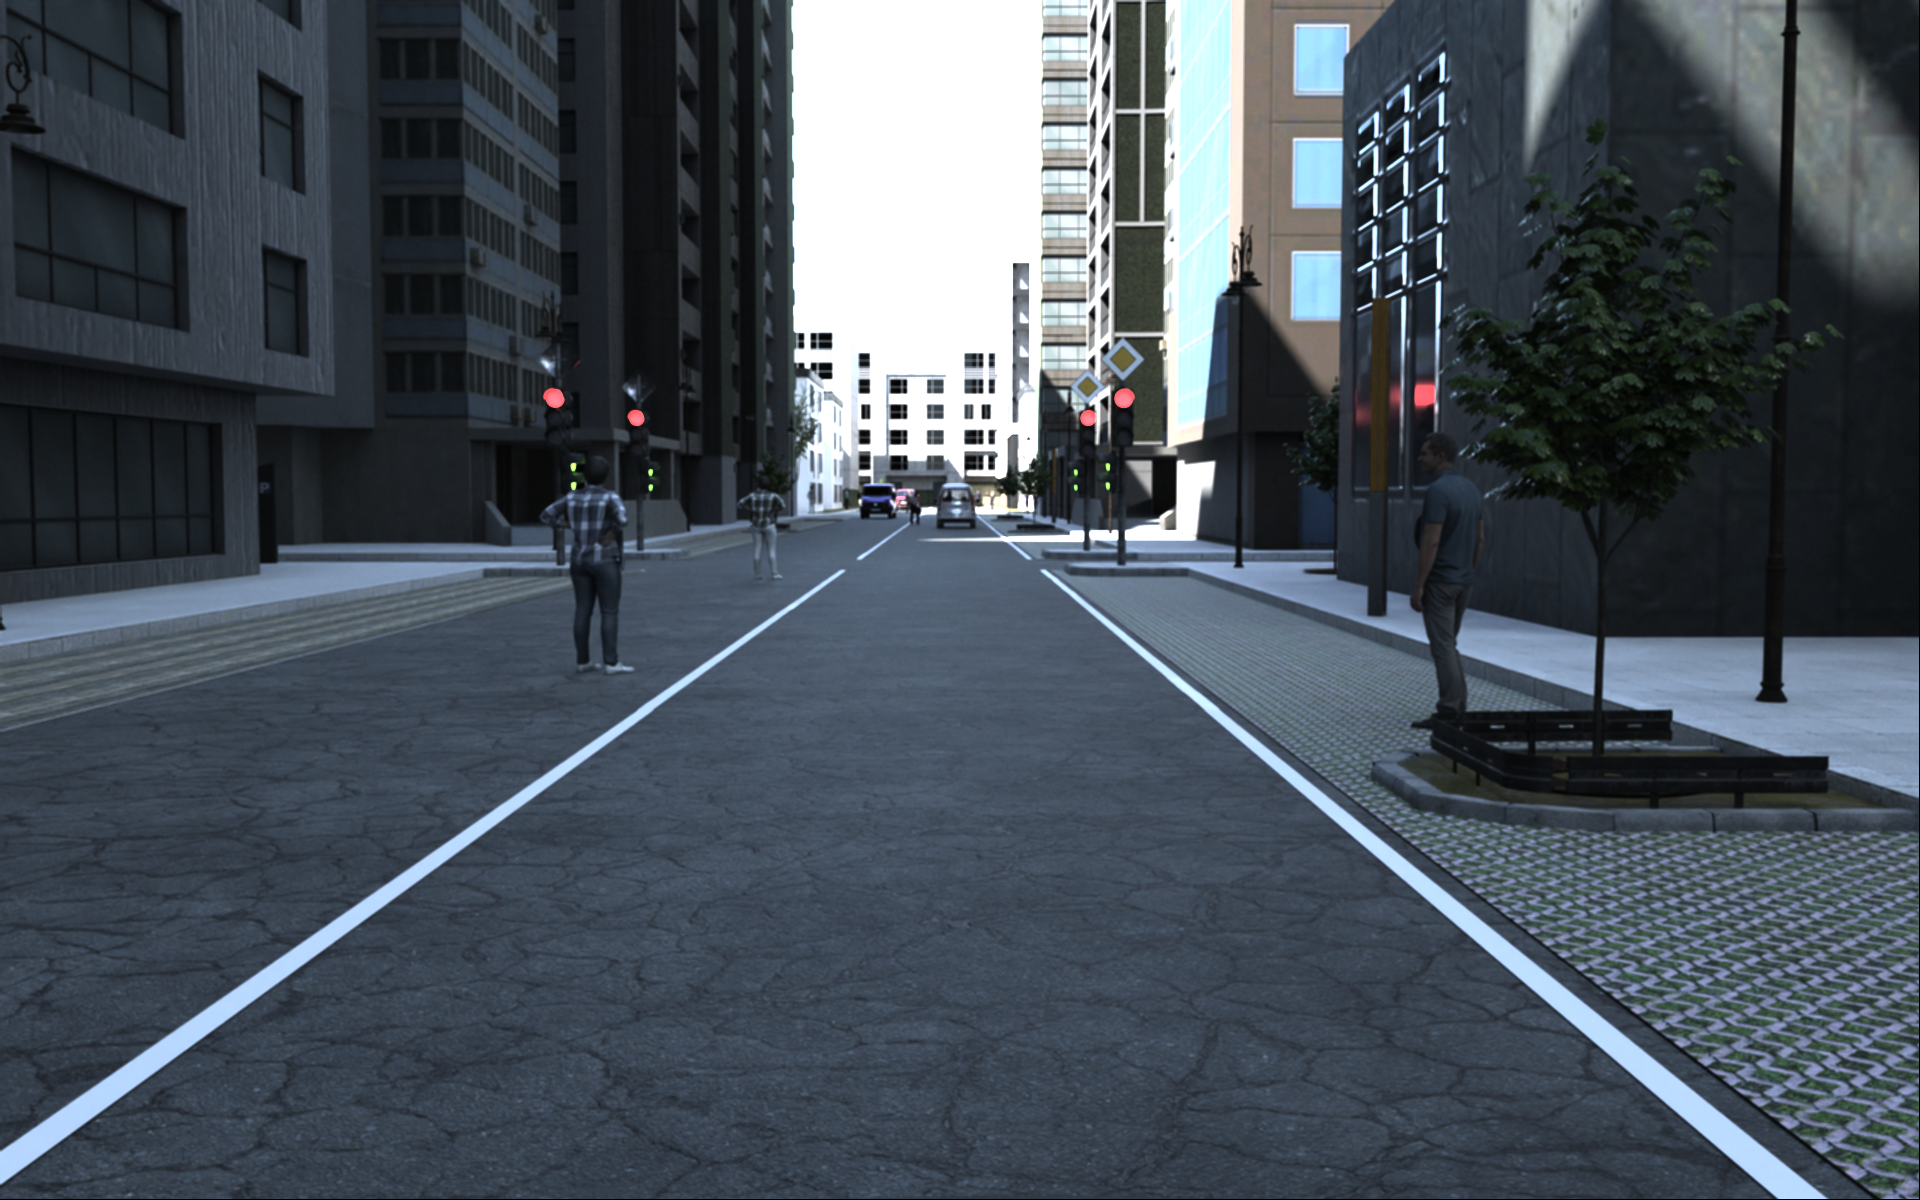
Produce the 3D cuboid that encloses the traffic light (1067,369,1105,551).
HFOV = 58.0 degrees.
[{"bbox_3d":[2.852,-3.069,39.107,0.839,4.253,0.868,0,4,0],"label":"traffic light"}]

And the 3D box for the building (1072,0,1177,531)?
[{"bbox_3d":[20.993,-22.955,67.190,32.217,40.220,23.993,0,4,0],"label":"building"}]

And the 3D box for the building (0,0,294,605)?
[{"bbox_3d":[-17.099,-15.398,23.461,14.107,30.474,14.160,0,4,0],"label":"building"}]

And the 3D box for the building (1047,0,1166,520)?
[{"bbox_3d":[15.389,-39.769,88.476,20.563,71.187,20.611,0,4,0],"label":"building"}]

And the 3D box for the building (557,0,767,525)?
[{"bbox_3d":[-17.082,-19.037,82.955,14.160,30.474,14.107,0,4,0],"label":"building"}]

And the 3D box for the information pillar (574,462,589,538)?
[{"bbox_3d":[-8.696,-2.163,39.853,0.304,2.012,0.304,0,4,3],"label":"information pillar"}]

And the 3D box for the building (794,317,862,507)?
[{"bbox_3d":[-26.784,-19.270,181.517,31.486,18.905,16.747,0,4,0],"label":"building"}]

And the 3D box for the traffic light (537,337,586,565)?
[{"bbox_3d":[-7.167,-2.577,31.053,0.839,4.253,0.868,0,4,0],"label":"traffic light"}]

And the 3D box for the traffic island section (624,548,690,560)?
[{"bbox_3d":[-7.249,-1.033,39.173,2.009,0.180,2.903,0,4,0],"label":"traffic island section"}]

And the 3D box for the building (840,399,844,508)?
[{"bbox_3d":[-15.083,-13.163,157.358,9.099,9.664,28.070,0,4,0],"label":"building"}]

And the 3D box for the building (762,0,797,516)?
[{"bbox_3d":[-16.853,-25.271,96.779,14.154,41.232,14.086,0,4,0],"label":"building"}]

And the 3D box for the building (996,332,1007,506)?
[{"bbox_3d":[11.959,-20.087,184.843,16.016,20.091,11.380,0,4,0],"label":"building"}]

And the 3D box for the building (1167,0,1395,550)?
[{"bbox_3d":[13.398,-24.143,44.856,14.200,45.320,14.600,0,4,0],"label":"building"}]

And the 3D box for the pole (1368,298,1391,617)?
[{"bbox_3d":[4.393,-1.486,18.139,0.158,3.312,0.155,0,3,0],"label":"pole"}]

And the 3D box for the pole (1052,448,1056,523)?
[{"bbox_3d":[4.159,-5.062,76.611,0.158,3.312,0.155,0,3,0],"label":"pole"}]

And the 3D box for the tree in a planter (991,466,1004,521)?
[{"bbox_3d":[2.612,-5.749,91.226,1.991,3.239,1.994,0,4,0],"label":"tree in a planter"}]

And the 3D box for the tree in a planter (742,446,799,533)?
[{"bbox_3d":[-7.054,-4.127,64.698,1.991,3.239,1.994,0,4,0],"label":"tree in a planter"}]

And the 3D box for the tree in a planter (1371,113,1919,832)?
[{"bbox_3d":[3.051,-0.671,8.189,1.991,3.239,1.994,0,4,0],"label":"tree in a planter"}]

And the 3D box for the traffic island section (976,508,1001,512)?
[{"bbox_3d":[2.344,-7.256,141.498,1.991,0.108,1.994,0,4,0],"label":"traffic island section"}]

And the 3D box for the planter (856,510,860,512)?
[{"bbox_3d":[-7.471,-7.377,141.755,1.991,0.319,1.994,0,4,0],"label":"planter"}]

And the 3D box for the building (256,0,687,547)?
[{"bbox_3d":[-25.169,-21.874,49.519,32.217,40.220,23.993,0,4,0],"label":"building"}]

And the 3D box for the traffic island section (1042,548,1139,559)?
[{"bbox_3d":[2.892,-1.036,39.221,2.009,0.180,2.903,0,4,0],"label":"traffic island section"}]

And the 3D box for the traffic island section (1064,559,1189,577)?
[{"bbox_3d":[2.934,-0.548,31.236,2.009,0.180,2.903,0,4,0],"label":"traffic island section"}]

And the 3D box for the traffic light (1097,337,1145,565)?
[{"bbox_3d":[2.894,-2.581,31.122,0.839,4.253,0.868,0,4,0],"label":"traffic light"}]

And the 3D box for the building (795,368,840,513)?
[{"bbox_3d":[-14.626,-11.449,129.343,9.099,9.664,28.070,0,4,0],"label":"building"}]

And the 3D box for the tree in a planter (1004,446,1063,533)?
[{"bbox_3d":[2.750,-4.071,63.790,1.991,3.239,1.994,0,4,0],"label":"tree in a planter"}]

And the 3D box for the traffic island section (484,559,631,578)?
[{"bbox_3d":[-7.207,-0.545,31.188,2.009,0.180,2.903,0,4,0],"label":"traffic island section"}]

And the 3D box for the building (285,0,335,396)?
[{"bbox_3d":[-16.878,-18.176,68.875,14.160,30.474,14.107,0,4,0],"label":"building"}]

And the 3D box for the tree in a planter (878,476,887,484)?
[{"bbox_3d":[-7.606,-10.518,169.199,1.991,3.239,1.994,0,4,0],"label":"tree in a planter"}]

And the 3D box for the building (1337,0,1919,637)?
[{"bbox_3d":[16.895,-42.524,7.933,22.319,86.520,31.000,0,4,0],"label":"building"}]

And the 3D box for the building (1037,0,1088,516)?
[{"bbox_3d":[11.700,-25.877,106.687,14.154,41.232,14.086,0,4,0],"label":"building"}]

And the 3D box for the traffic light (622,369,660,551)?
[{"bbox_3d":[-7.209,-3.065,39.038,0.839,4.253,0.868,0,4,0],"label":"traffic light"}]

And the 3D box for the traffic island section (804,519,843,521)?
[{"bbox_3d":[-7.203,-4.218,91.838,1.991,0.108,1.994,0,4,0],"label":"traffic island section"}]
